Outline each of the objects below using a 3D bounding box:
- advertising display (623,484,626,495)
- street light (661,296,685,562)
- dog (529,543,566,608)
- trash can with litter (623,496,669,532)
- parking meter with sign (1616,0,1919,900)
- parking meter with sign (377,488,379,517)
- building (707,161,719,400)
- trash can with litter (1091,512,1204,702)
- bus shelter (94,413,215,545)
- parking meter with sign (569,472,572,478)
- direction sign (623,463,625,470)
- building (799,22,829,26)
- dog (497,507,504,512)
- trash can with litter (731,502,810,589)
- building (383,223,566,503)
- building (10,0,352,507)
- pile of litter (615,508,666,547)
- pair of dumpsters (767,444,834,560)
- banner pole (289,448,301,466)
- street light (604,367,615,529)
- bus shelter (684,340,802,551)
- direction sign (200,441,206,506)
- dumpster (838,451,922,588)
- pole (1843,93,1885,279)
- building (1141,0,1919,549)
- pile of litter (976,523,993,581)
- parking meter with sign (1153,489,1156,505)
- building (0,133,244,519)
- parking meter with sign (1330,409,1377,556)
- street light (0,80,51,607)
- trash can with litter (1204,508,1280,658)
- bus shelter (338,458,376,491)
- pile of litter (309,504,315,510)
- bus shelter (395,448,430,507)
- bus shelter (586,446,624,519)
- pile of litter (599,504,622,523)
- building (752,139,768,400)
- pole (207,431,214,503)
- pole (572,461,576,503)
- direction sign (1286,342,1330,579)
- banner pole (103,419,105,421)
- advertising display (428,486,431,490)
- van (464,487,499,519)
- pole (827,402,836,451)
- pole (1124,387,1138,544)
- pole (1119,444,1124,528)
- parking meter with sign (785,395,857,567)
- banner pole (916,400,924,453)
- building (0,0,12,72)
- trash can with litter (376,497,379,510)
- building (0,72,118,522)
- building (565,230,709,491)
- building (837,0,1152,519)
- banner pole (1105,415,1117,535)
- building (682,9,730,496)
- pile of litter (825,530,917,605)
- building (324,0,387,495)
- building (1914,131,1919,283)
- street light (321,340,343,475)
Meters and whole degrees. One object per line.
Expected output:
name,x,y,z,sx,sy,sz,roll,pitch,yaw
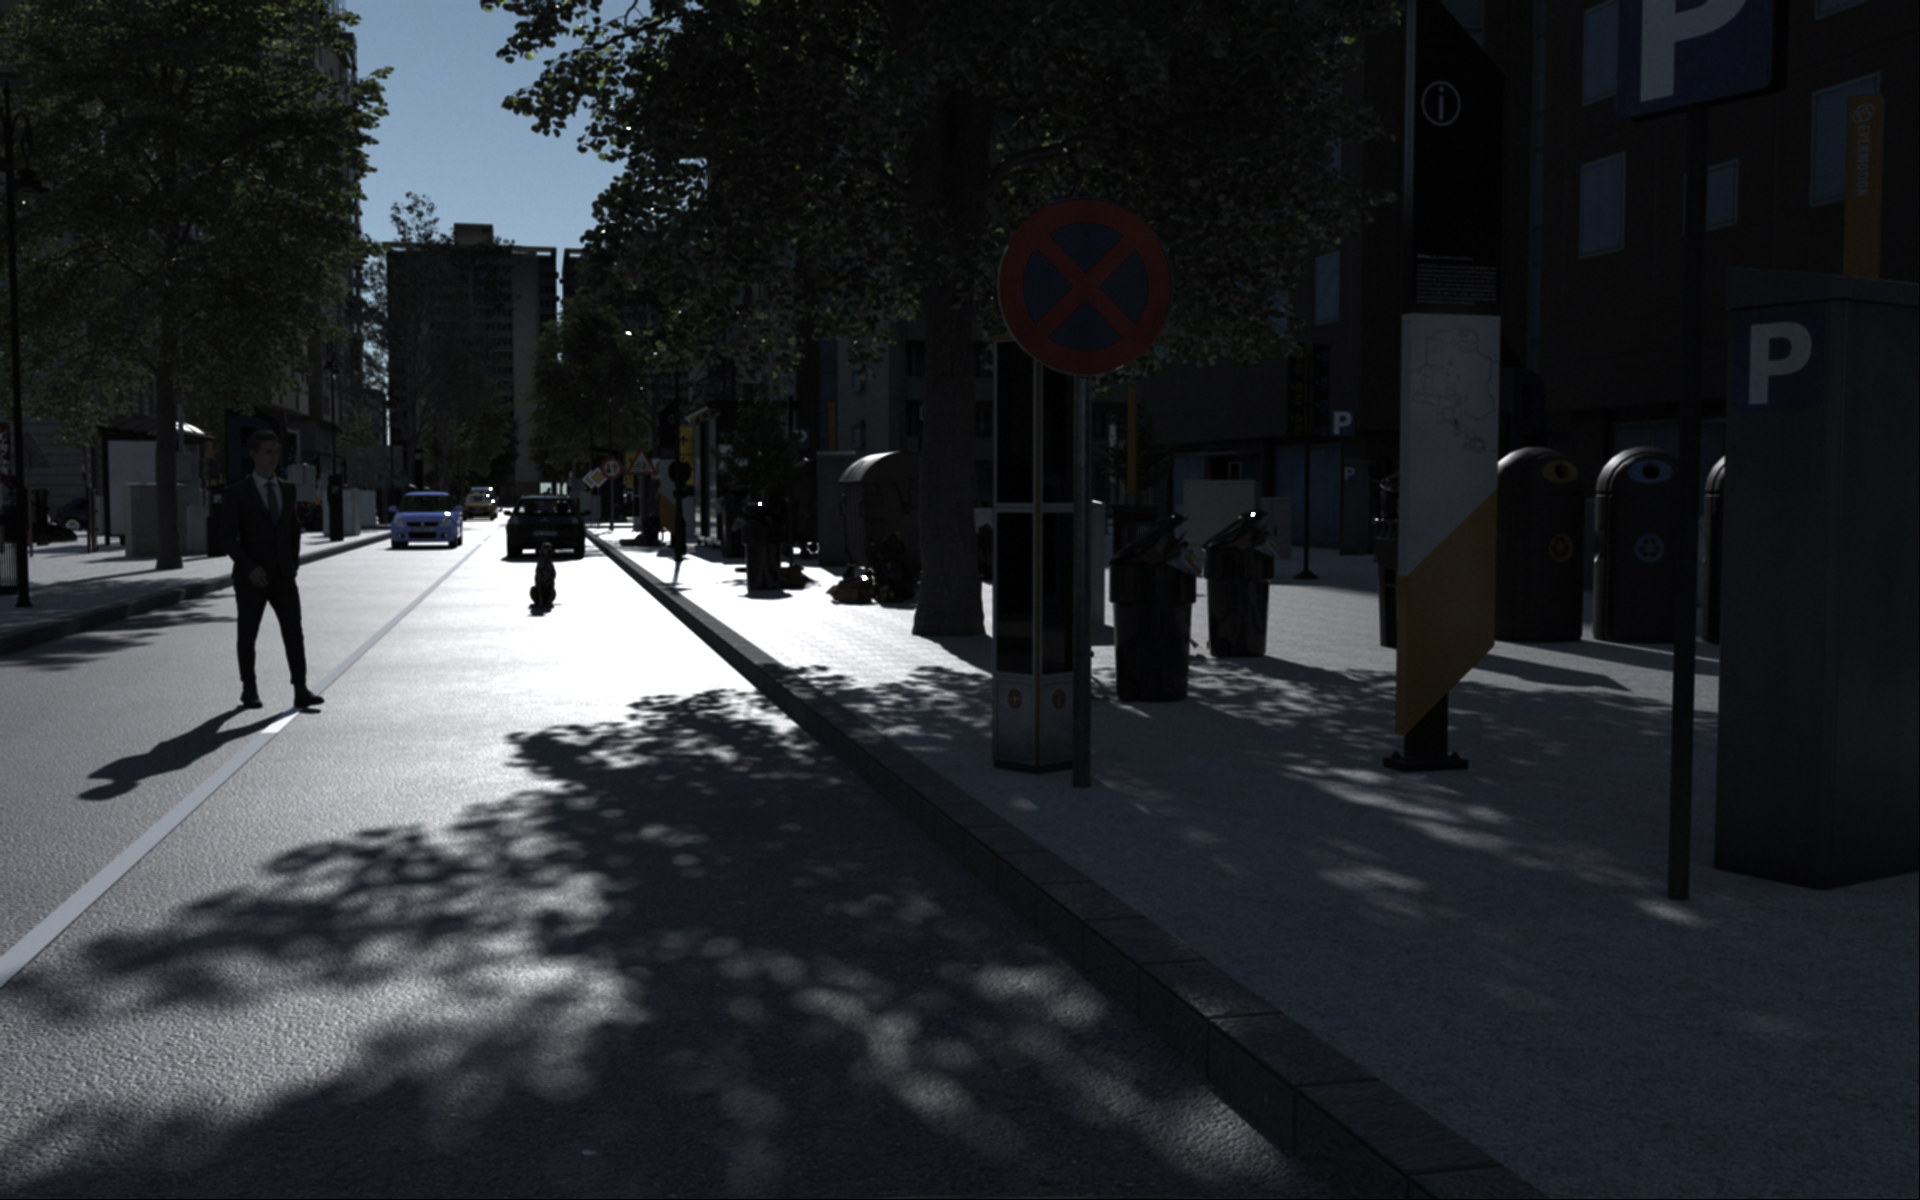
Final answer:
advertising display,-22.357,-6.612,113.321,0.974,1.923,0.123,-1,4,-19
street light,-5.359,-3.671,32.814,0.468,5.910,1.993,-1,4,-14
dog,-5.217,-0.321,22.079,0.513,0.831,0.800,1,4,19
trash can with litter,-10.080,-2.893,58.359,2.233,1.210,1.678,1,4,14
parking meter with sign,2.982,-0.586,5.834,1.738,3.016,0.543,-2,4,-32
parking meter with sign,-32.917,-6.056,95.274,1.738,3.016,0.543,-1,4,-15
building,-17.489,-31.937,172.279,14.600,45.320,14.200,-1,4,-14
trash can with litter,0.960,0.035,10.810,1.055,1.170,0.624,0,4,6
bus shelter,-21.276,-3.179,45.896,2.014,3.302,5.546,-1,4,-14
parking meter with sign,-29.475,-8.450,134.412,0.543,3.016,1.738,2,4,35
direction sign,-24.960,-8.279,127.359,0.876,3.537,0.379,2,4,25
building,-13.841,-31.097,158.544,14.600,45.320,14.200,-1,4,-14
dog,-37.277,-7.337,140.150,0.748,0.427,0.550,-2,4,-25
trash can with litter,-2.561,-0.746,23.580,0.624,1.170,1.055,2,4,33
building,-70.445,-34.245,251.779,23.993,40.220,32.217,-1,4,-14
building,-79.272,-36.230,181.599,27.495,52.752,28.713,-1,4,-14
pile of litter,-7.896,-1.778,43.033,1.176,0.858,1.719,-1,4,-10
pair of dumpsters,-3.108,-2.037,35.793,1.574,2.255,4.437,-1,4,-14
banner pole,-35.846,-6.324,93.422,0.401,3.779,0.863,1,4,22
street light,-12.748,-5.528,63.171,0.468,5.910,1.993,-1,4,-14
bus shelter,-5.587,-3.987,42.823,2.179,5.291,8.768,-1,4,-14
direction sign,-32.322,-5.016,74.003,0.379,3.537,0.876,-1,4,-12
dumpster,-0.934,-1.129,24.214,1.264,1.857,1.865,-1,4,-14
pole,4.655,-0.927,8.993,0.158,3.312,0.155,0,3,0
building,13.778,-24.169,45.268,14.600,45.320,14.200,-1,4,-14
pile of litter,0.244,-0.738,26.030,1.719,0.858,1.176,-1,4,-20
parking meter with sign,6.967,-3.880,59.700,0.543,3.016,1.738,2,4,23
building,-54.582,-16.537,112.174,13.314,21.916,24.055,-1,4,-14
parking meter with sign,8.362,-2.465,36.564,0.543,3.016,1.738,2,4,33
street light,-10.643,-2.858,19.515,0.468,5.910,1.993,-1,4,-14
trash can with litter,1.964,-0.141,13.696,1.055,1.170,0.624,0,4,1
bus shelter,-31.725,-6.013,92.233,2.014,3.302,5.546,-1,4,-14
pile of litter,-29.845,-4.084,80.735,1.176,0.858,1.719,-2,4,-32
bus shelter,-28.791,-6.074,90.592,1.731,3.624,6.357,-1,4,-14
bus shelter,-17.824,-5.855,87.006,1.731,3.624,6.357,-1,4,-14
pile of litter,-15.531,-3.929,78.198,1.719,0.858,1.176,1,4,9
building,-9.872,-27.857,139.048,14.154,41.232,14.086,-1,4,-14
pole,-24.399,-3.827,56.414,0.158,3.312,0.155,0,3,0
pole,-23.724,-6.886,106.425,0.158,3.312,0.155,0,3,0
direction sign,5.233,-2.085,26.084,0.876,3.537,0.379,-2,4,-35
banner pole,-27.732,-4.081,56.749,0.863,3.779,0.401,-3,5,-44
advertising display,-40.149,-7.704,131.166,0.123,1.923,0.974,-1,4,-21
van,-28.203,-5.820,102.173,2.013,2.044,4.112,-1,4,-13
pole,-2.836,-2.722,38.340,0.158,3.312,0.155,0,3,0
pole,3.295,-2.404,33.153,0.158,3.312,0.155,0,3,0
pole,6.091,-4.356,65.059,0.158,3.312,0.155,0,3,0
parking meter with sign,-2.172,-2.107,30.711,1.738,3.016,0.543,0,4,-7
banner pole,-0.595,-3.100,40.708,0.863,3.779,0.401,0,4,0
building,-71.673,-34.183,148.132,28.713,52.752,27.495,-1,4,-14
trash can with litter,-34.797,-5.575,102.208,2.233,1.210,1.678,0,4,-6
building,-48.544,-15.115,88.929,13.314,21.916,24.055,-1,4,-14
building,-47.050,-34.632,258.112,23.993,40.220,32.217,-1,4,-14
building,4.128,-29.004,97.923,21.600,48.544,21.300,-1,4,-14
banner pole,4.762,-3.970,54.934,0.401,3.779,0.863,2,4,34
building,-19.455,-53.889,193.762,22.319,86.520,31.000,-1,4,-14
pile of litter,-1.103,-0.421,20.842,1.176,0.858,1.719,2,4,26
building,-96.036,-56.593,237.972,31.000,86.520,22.319,-1,4,-14
building,18.420,-22.843,23.590,14.600,45.320,14.200,-1,4,-14
street light,-18.038,-4.714,49.870,0.468,5.910,1.993,-1,4,-14
